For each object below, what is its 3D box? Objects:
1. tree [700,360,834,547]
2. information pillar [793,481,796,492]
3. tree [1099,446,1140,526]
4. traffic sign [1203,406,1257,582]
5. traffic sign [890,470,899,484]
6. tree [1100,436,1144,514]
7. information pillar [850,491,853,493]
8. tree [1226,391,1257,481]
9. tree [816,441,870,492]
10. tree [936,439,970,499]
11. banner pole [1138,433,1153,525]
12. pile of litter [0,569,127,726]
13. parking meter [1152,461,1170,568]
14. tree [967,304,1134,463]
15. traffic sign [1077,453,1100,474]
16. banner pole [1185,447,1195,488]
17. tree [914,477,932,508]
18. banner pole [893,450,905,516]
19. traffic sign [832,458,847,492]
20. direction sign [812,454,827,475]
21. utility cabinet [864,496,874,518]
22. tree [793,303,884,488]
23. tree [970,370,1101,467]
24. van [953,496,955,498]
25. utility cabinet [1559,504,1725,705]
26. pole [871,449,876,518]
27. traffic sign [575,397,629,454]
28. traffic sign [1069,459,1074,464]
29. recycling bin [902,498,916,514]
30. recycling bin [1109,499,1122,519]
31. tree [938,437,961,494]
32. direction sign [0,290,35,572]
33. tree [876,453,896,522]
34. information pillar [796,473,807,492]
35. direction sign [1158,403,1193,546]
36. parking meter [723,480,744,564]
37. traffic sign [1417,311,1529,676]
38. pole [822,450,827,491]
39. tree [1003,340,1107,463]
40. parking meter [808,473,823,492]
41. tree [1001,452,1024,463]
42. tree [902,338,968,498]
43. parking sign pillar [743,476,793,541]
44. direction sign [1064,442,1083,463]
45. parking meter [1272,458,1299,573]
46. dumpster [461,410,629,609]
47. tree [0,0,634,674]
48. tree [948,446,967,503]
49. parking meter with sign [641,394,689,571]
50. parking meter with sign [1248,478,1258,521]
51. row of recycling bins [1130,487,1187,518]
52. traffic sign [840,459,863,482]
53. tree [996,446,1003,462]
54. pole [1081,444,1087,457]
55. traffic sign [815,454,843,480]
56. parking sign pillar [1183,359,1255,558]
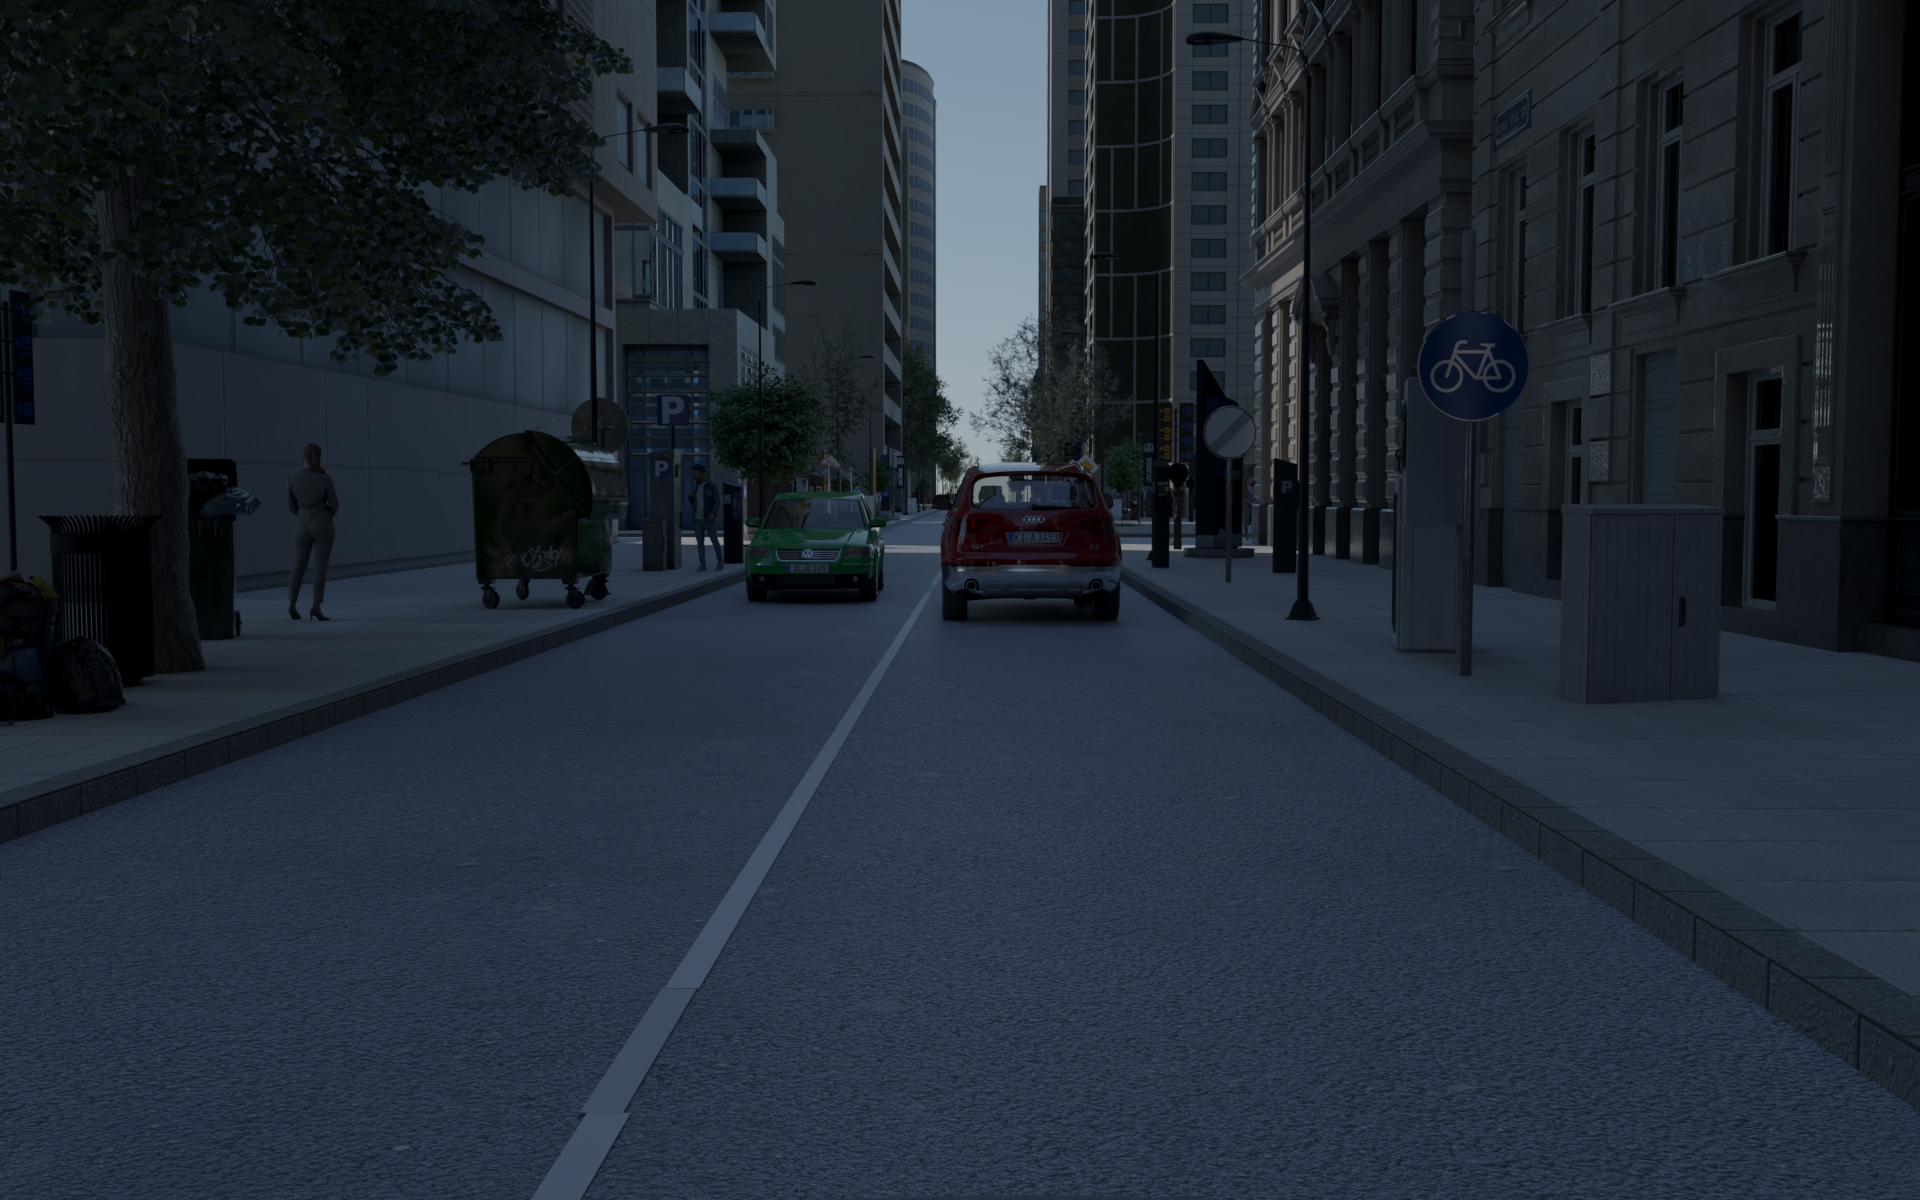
[{"bbox_3d":[-4.725,-3.605,42.653,4.285,4.588,4.351,0,3,0],"label":"tree"},{"bbox_3d":[-7.195,-4.403,76.477,0.304,2.012,0.304,0,4,6],"label":"information pillar"},{"bbox_3d":[6.404,-4.591,69.656,1.663,3.219,1.824,0,3,0],"label":"tree"},{"bbox_3d":[3.903,-1.529,25.111,0.768,2.556,0.104,0,4,3],"label":"traffic sign"},{"bbox_3d":[-3.655,-5.654,92.550,0.768,2.556,0.104,0,4,6],"label":"traffic sign"},{"bbox_3d":[9.586,-7.005,98.240,4.285,4.588,4.351,0,3,0],"label":"tree"},{"bbox_3d":[-5.868,-5.368,92.255,0.304,2.012,0.304,-2,4,-25],"label":"information pillar"},{"bbox_3d":[19.603,-10.444,121.117,4.737,8.622,4.395,0,3,0],"label":"tree"},{"bbox_3d":[-4.280,-4.196,63.207,1.663,3.219,1.824,0,3,0],"label":"tree"},{"bbox_3d":[-0.670,-21.877,292.096,7.601,10.594,8.767,3,5,39],"label":"tree"},{"bbox_3d":[7.576,-4.946,70.876,0.863,3.779,0.401,1,4,18],"label":"banner pole"},{"bbox_3d":[-5.612,0.245,9.956,1.176,0.858,1.719,3,5,41],"label":"pile of litter"},{"bbox_3d":[3.494,-1.494,30.144,0.255,1.863,0.399,0,4,-5],"label":"parking meter"},{"bbox_3d":[5.962,-12.242,110.531,12.009,13.543,11.850,0,3,0],"label":"tree"},{"bbox_3d":[3.619,-2.900,49.604,0.795,2.593,0.064,0,4,1],"label":"traffic sign"},{"bbox_3d":[12.293,-6.262,92.404,0.863,3.779,0.401,-2,4,-32],"label":"banner pole"},{"bbox_3d":[-3.262,-10.055,158.999,1.663,3.219,1.824,0,3,0],"label":"tree"},{"bbox_3d":[-3.562,-6.688,99.368,0.863,3.779,0.401,0,4,6],"label":"banner pole"},{"bbox_3d":[-4.302,-3.802,62.168,0.884,2.594,0.081,0,4,5],"label":"traffic sign"},{"bbox_3d":[-7.856,-6.428,97.102,0.876,3.537,0.379,1,4,13],"label":"direction sign"},{"bbox_3d":[-3.589,-3.286,64.882,0.306,1.237,1.020,2,4,26],"label":"utility cabinet"},{"bbox_3d":[-4.908,-7.159,67.406,4.360,8.622,3.978,0,3,0],"label":"tree"},{"bbox_3d":[6.694,-11.716,125.969,8.767,10.594,7.601,3,4,37],"label":"tree"},{"bbox_3d":[0.356,-9.389,160.517,2.013,2.044,4.112,0,4,2],"label":"van"},{"bbox_3d":[4.256,0.022,10.806,1.020,1.237,0.306,-1,4,-20],"label":"utility cabinet"},{"bbox_3d":[-3.899,-5.143,77.932,0.158,3.312,0.155,0,3,0],"label":"pole"},{"bbox_3d":[-4.752,-1.392,22.868,0.768,2.556,0.104,0,4,2],"label":"traffic sign"},{"bbox_3d":[3.758,-3.388,57.588,0.795,2.593,0.064,0,4,1],"label":"traffic sign"},{"bbox_3d":[-3.217,-5.923,109.391,0.722,1.027,0.722,-2,4,-26],"label":"recycling bin"},{"bbox_3d":[7.750,-4.623,88.134,0.722,1.027,0.722,-2,4,-28],"label":"recycling bin"},{"bbox_3d":[-1.750,-15.799,208.669,4.737,8.622,4.395,0,3,0],"label":"tree"},{"bbox_3d":[-10.522,-1.662,19.179,0.379,3.537,0.876,0,4,6],"label":"direction sign"},{"bbox_3d":[-3.837,-5.285,81.007,1.663,3.219,1.824,0,3,0],"label":"tree"},{"bbox_3d":[-6.862,-5.132,75.268,0.504,3.616,0.183,1,4,15],"label":"information pillar"},{"bbox_3d":[5.356,-3.124,43.074,0.876,3.537,0.379,1,4,19],"label":"direction sign"},{"bbox_3d":[-4.200,-1.448,32.084,0.372,1.533,0.369,0,3,0],"label":"parking meter"},{"bbox_3d":[3.574,-0.737,12.160,0.768,2.556,0.104,0,4,3],"label":"traffic sign"},{"bbox_3d":[-6.256,-5.258,79.812,0.158,3.312,0.155,0,3,0],"label":"pole"},{"bbox_3d":[4.762,-8.061,82.161,4.360,8.622,3.978,0,3,0],"label":"tree"},{"bbox_3d":[-3.975,-2.569,47.708,0.255,1.863,0.399,-3,4,-38],"label":"parking meter"},{"bbox_3d":[7.902,-18.548,253.624,4.737,8.622,4.395,0,3,0],"label":"tree"},{"bbox_3d":[-4.087,-12.889,127.744,9.611,12.733,9.660,0,3,0],"label":"tree"},{"bbox_3d":[-5.311,-3.632,47.860,1.447,3.967,1.447,-1,4,-21],"label":"parking sign pillar"},{"bbox_3d":[4.975,-5.132,75.905,0.876,3.537,0.379,2,4,29],"label":"direction sign"},{"bbox_3d":[5.303,-1.374,28.173,0.399,1.863,0.255,0,4,1],"label":"parking meter"},{"bbox_3d":[-4.781,-1.074,20.051,1.502,2.255,1.985,0,4,1],"label":"dumpster"},{"bbox_3d":[-5.871,-6.449,12.095,9.857,13.997,8.962,0,3,0],"label":"tree"},{"bbox_3d":[-1.142,-18.913,259.587,4.360,8.622,3.978,0,3,0],"label":"tree"},{"bbox_3d":[-5.052,-2.036,29.554,0.543,3.016,1.738,0,4,2],"label":"parking meter with sign"},{"bbox_3d":[13.868,-5.193,81.171,1.738,3.016,0.543,2,4,28],"label":"parking meter with sign"},{"bbox_3d":[10.871,-5.361,94.771,3.534,1.692,1.069,3,4,38],"label":"row of recycling bins"},{"bbox_3d":[-3.635,-3.397,57.737,0.795,2.593,0.064,0,4,1],"label":"traffic sign"},{"bbox_3d":[6.229,-14.617,189.346,4.360,8.622,3.978,0,3,0],"label":"tree"},{"bbox_3d":[5.000,-4.652,69.898,0.158,3.312,0.155,0,3,0],"label":"pole"},{"bbox_3d":[-3.774,-2.909,49.753,0.795,2.593,0.064,0,4,1],"label":"traffic sign"},{"bbox_3d":[5.280,-2.857,35.188,1.447,3.967,1.447,3,4,36],"label":"parking sign pillar"}]
